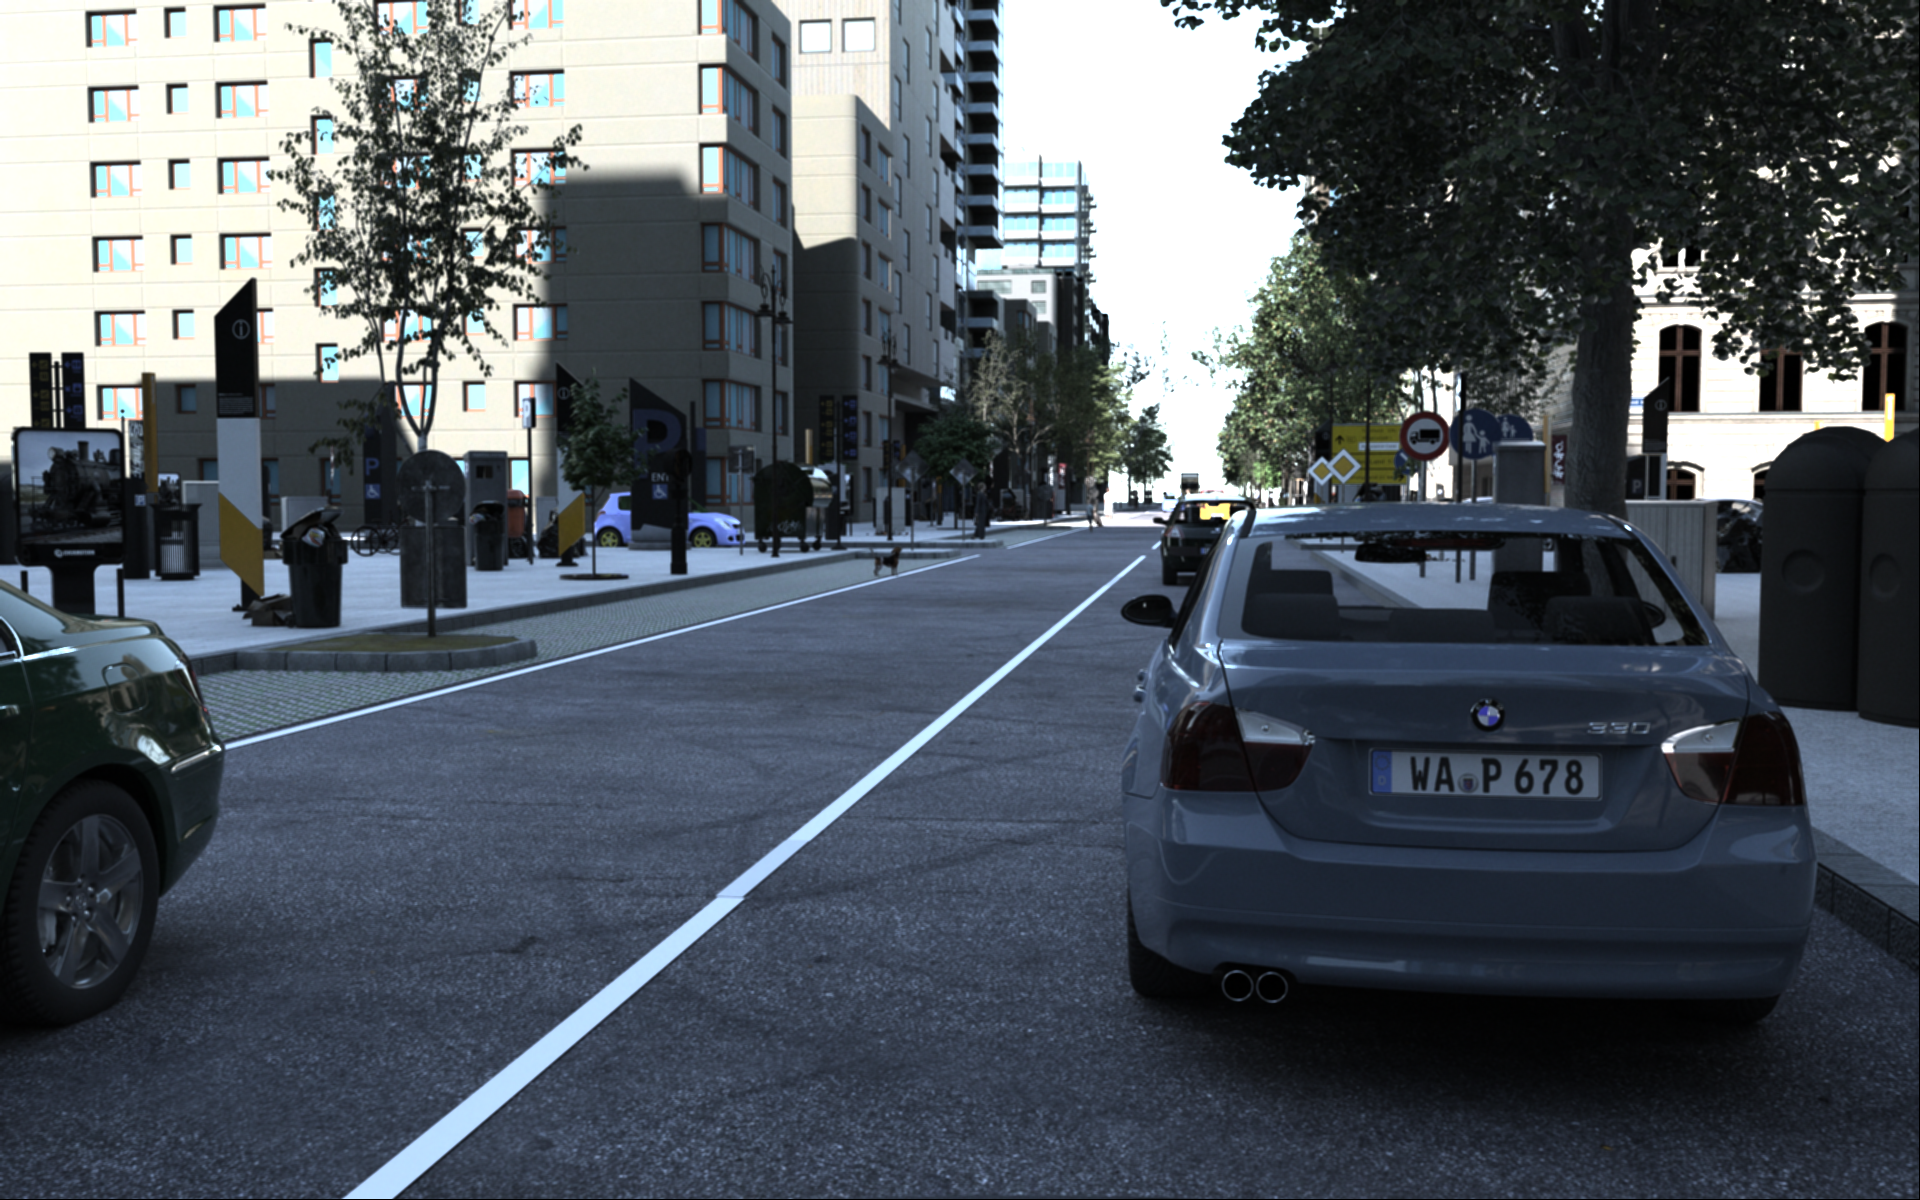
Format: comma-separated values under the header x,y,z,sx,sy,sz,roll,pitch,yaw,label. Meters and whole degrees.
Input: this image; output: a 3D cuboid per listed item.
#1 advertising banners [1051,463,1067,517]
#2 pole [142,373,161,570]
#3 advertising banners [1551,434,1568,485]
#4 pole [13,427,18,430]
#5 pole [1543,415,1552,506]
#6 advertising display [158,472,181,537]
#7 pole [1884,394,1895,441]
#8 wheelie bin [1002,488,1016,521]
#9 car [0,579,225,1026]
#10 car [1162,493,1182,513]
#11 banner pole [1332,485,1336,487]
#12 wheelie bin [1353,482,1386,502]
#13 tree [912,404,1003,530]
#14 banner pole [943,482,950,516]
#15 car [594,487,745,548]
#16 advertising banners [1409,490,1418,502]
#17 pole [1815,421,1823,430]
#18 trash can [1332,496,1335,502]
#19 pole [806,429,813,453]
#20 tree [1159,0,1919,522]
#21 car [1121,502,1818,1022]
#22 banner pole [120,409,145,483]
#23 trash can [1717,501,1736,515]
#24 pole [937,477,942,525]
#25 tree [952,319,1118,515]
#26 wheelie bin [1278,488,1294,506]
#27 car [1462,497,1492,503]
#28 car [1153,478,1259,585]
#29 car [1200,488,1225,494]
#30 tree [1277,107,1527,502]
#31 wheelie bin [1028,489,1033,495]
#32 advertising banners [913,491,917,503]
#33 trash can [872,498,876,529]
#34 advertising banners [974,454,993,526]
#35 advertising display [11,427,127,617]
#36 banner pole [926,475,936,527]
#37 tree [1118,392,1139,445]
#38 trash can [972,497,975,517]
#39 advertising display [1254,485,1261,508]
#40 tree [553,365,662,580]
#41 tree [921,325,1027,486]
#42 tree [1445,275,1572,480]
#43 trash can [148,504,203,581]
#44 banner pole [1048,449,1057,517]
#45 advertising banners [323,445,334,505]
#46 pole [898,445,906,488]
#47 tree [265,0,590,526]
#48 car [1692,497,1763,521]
x,y,z,sx,sy,sz,roll,pitch,yaw,label
5.066,-6.234,98.112,2.074,3.025,0.090,-1,4,-9,advertising banners
-13.630,-2.162,29.189,0.158,3.312,0.155,0,3,0,pole
18.209,-3.325,50.544,2.074,3.025,0.090,3,4,38,advertising banners
-28.684,-3.601,52.720,0.158,3.312,0.155,0,3,0,pole
15.156,-3.115,44.767,0.158,3.312,0.155,0,3,0,pole
-23.584,-2.822,51.361,0.123,1.923,0.974,2,4,33,advertising display
18.947,-2.541,35.394,0.158,3.312,0.155,0,3,0,pole
2.368,-4.649,83.921,0.693,1.594,0.980,0,4,-6,wheelie bin
-3.414,0.509,3.480,2.131,1.459,4.920,0,4,6,car
16.654,-7.648,134.635,1.945,1.707,3.694,1,4,8,car
14.278,-4.649,66.032,0.401,3.779,0.863,-1,4,-20,banner pole
11.117,-2.386,46.920,0.980,1.594,0.693,-3,5,-42,wheelie bin
-0.076,-4.847,62.969,4.285,4.588,4.351,0,3,0,tree
-1.010,-6.943,103.542,0.863,3.779,0.401,1,4,21,banner pole
-7.182,-2.039,42.921,3.694,1.707,1.945,1,4,9,car
16.692,-4.142,63.909,0.090,3.025,2.074,2,4,26,advertising banners
23.870,-3.326,48.226,0.158,3.312,0.155,0,3,0,pole
23.122,-5.829,106.964,0.748,1.137,0.748,0,3,0,trash can
-4.743,-3.712,54.533,0.158,3.312,0.155,0,3,0,pole
5.375,-6.589,14.386,9.857,13.997,8.962,0,3,0,tree
1.541,0.361,6.094,2.014,1.417,4.499,1,4,9,car
-24.466,-3.742,51.193,0.401,3.779,0.863,3,5,41,banner pole
16.050,-1.537,36.776,0.748,1.137,0.748,0,3,0,trash can
-0.849,-4.725,71.091,0.158,3.312,0.155,0,3,0,pole
3.492,-9.602,91.405,8.767,10.594,7.601,1,4,10,tree
18.080,-5.397,96.143,0.693,1.594,0.980,-3,4,-37,wheelie bin
12.334,-1.773,41.350,4.827,1.381,2.083,0,4,8,car
4.193,-1.150,28.590,2.009,1.686,4.222,0,4,7,car
16.623,-6.446,114.062,2.281,1.827,5.304,0,4,8,car
8.122,-4.944,31.190,4.737,8.622,4.395,0,3,0,tree
4.849,-6.471,113.708,0.980,1.594,0.693,-2,4,-24,wheelie bin
-2.459,-5.800,91.025,2.074,3.025,0.090,1,4,18,advertising banners
-2.887,-3.185,63.733,0.748,1.137,0.748,0,3,0,trash can
1.004,-4.559,70.727,0.090,3.025,2.074,2,4,24,advertising banners
-8.649,-0.712,16.850,0.974,1.923,0.123,-3,4,-39,advertising display
-1.207,-4.810,68.658,0.401,3.779,0.863,-1,4,-22,banner pole
6.615,-10.445,105.186,8.767,10.594,7.601,0,4,-2,tree
1.018,-5.193,96.551,0.748,1.137,0.748,0,3,0,trash can
20.421,-6.955,118.927,0.123,1.923,0.974,-1,4,-10,advertising display
-5.557,-1.924,26.065,1.663,3.219,1.824,0,3,0,tree
0.767,-7.631,75.135,4.360,8.622,3.978,0,3,0,tree
17.197,-6.393,54.881,4.360,8.622,3.978,0,3,0,tree
-11.692,-0.868,25.851,0.748,1.137,0.748,0,3,0,trash can
5.162,-6.493,96.175,0.401,3.779,0.863,-3,5,-42,banner pole
-20.574,-3.687,56.465,0.090,3.025,2.074,-2,4,-27,advertising banners
-2.344,-4.745,71.419,0.158,3.312,0.155,0,3,0,pole
-6.874,-4.388,22.105,4.360,8.622,3.978,0,3,0,tree
17.900,-1.683,39.874,4.827,1.381,2.083,1,4,10,car
